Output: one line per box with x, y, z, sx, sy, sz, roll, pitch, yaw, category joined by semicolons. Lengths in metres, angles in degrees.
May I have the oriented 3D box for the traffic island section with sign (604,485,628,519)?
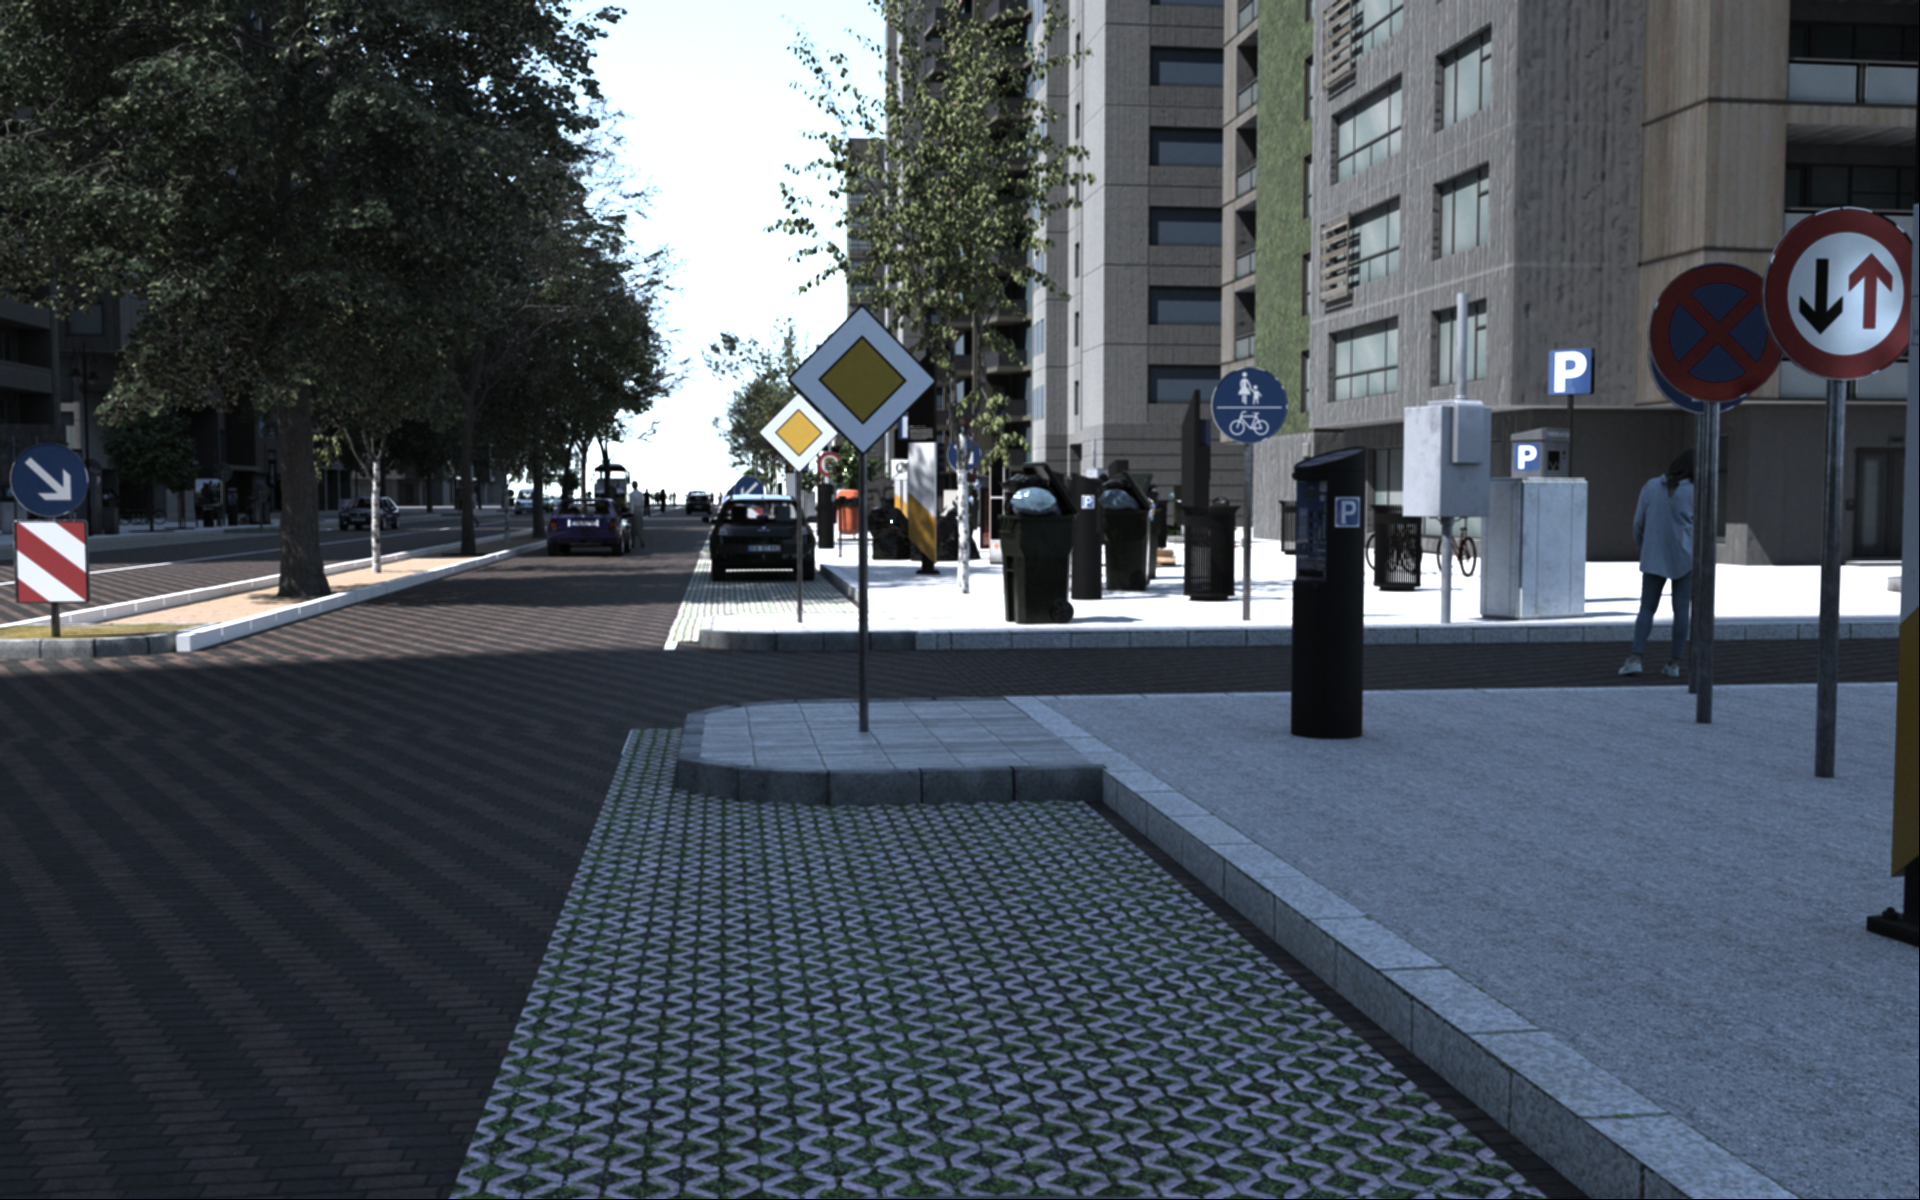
-18.304;-5.038;90.505;2.006;1.907;1.989;0;4;-8;traffic island section with sign

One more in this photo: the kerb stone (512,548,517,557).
-10.310;-1.065;39.602;0.120;0.150;1.000;0;4;-8;kerb stone

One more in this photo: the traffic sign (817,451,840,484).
-3.889;-3.165;51.851;0.768;2.556;0.104;0;4;-4;traffic sign

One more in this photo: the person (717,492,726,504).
-30.082;-12.765;217.925;1.217;1.735;0.721;0;4;-6;person

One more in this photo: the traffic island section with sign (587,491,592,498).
-47.512;-13.071;222.337;1.989;1.847;2.006;0;4;-8;traffic island section with sign

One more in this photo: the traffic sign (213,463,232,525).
-30.081;-4.316;70.677;0.768;2.556;0.104;0;4;-5;traffic sign

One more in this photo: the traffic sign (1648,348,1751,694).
4.735;-0.671;11.076;0.768;2.556;0.104;0;4;-3;traffic sign

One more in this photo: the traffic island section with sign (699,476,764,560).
-4.789;-1.821;38.405;1.989;1.847;2.006;0;4;-8;traffic island section with sign

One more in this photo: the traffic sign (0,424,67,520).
-27.083;-3.448;50.242;2.265;3.308;0.079;0;4;-5;traffic sign

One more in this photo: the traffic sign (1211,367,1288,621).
2.906;-1.063;17.489;0.768;2.556;0.104;0;4;2;traffic sign

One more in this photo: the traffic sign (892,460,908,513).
-1.733;-3.007;51.298;0.606;2.300;0.079;0;3;0;traffic sign

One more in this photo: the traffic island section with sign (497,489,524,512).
-36.325;-8.036;140.017;1.989;1.847;2.006;0;4;-8;traffic island section with sign

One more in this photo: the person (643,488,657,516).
-20.387;-6.381;112.845;1.348;1.821;0.705;-2;4;-32;person

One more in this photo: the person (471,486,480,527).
-21.134;-4.064;75.299;0.624;1.780;0.694;-2;4;-35;person

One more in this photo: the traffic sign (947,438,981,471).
0.090;-2.391;39.206;0.768;2.556;0.104;0;4;-1;traffic sign

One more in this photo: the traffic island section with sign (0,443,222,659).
-8.176;-0.484;16.049;2.006;1.907;1.989;0;4;-8;traffic island section with sign

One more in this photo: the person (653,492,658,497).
-41.177;-13.839;235.499;1.217;1.736;0.721;-2;4;-25;person

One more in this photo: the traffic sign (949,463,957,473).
0.084;-2.769;45.386;0.768;2.556;0.104;0;4;2;traffic sign

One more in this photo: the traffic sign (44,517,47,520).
-27.477;-3.174;51.999;0.768;2.556;0.104;0;4;-1;traffic sign

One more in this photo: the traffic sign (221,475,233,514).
-30.540;-4.323;71.864;0.795;2.450;0.064;0;4;-5;traffic sign

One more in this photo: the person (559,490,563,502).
-35.293;-8.888;153.783;0.705;1.831;1.348;0;4;6;person

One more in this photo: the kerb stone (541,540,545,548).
-11.132;-1.436;45.705;0.120;0.150;1.000;0;4;-8;kerb stone

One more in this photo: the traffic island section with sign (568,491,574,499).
-43.883;-11.437;195.626;1.989;1.847;2.006;0;4;-8;traffic island section with sign

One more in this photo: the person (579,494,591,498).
-32.041;-8.482;148.009;1.217;1.723;0.721;-1;4;-22;person

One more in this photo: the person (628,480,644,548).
-8.621;-2.294;46.241;0.478;1.798;0.641;-2;4;-31;person

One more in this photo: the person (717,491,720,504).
-32.925;-14.010;237.707;1.348;1.807;0.705;3;5;45;person

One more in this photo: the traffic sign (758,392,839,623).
-1.598;-0.829;17.204;0.795;2.450;0.064;0;4;-8;traffic sign

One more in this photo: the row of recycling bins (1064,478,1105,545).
2.558;-2.336;45.313;1.069;1.692;3.534;-3;4;-38;row of recycling bins

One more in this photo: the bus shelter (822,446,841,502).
-6.206;-5.844;86.838;1.731;3.624;6.357;0;4;-8;bus shelter

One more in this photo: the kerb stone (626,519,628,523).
-17.066;-4.109;89.376;0.120;0.150;1.000;0;4;-8;kerb stone

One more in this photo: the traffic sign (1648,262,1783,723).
4.176;-0.583;9.644;0.768;2.556;0.104;0;4;0;traffic sign

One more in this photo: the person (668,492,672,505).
-39.089;-13.729;233.648;1.217;1.739;0.721;2;4;32;person

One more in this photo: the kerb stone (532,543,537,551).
-10.859;-1.314;43.672;0.120;0.150;1.000;0;4;-8;kerb stone

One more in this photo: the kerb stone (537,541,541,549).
-11.000;-1.374;44.692;0.120;0.150;1.000;0;4;-8;kerb stone

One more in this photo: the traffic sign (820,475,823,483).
-7.099;-5.581;91.348;0.768;2.556;0.104;0;4;-1;traffic sign

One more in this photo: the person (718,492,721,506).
-29.595;-12.477;213.430;0.436;1.711;0.756;-1;4;-16;person

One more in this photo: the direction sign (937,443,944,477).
-1.058;-5.206;77.113;0.876;3.537;0.379;-3;5;-40;direction sign

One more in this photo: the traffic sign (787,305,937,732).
-0.523;-0.346;9.292;0.795;2.450;0.064;0;4;-8;traffic sign

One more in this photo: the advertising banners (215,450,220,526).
-29.623;-4.456;69.049;0.090;3.025;2.074;-1;4;-20;advertising banners

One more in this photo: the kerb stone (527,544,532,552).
-10.721;-1.252;42.659;0.120;0.150;1.000;0;4;-8;kerb stone

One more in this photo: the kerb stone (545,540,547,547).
-11.271;-1.500;46.723;0.120;0.150;1.000;0;4;-8;kerb stone

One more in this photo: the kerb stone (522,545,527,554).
-10.579;-1.189;41.639;0.120;0.150;1.000;0;4;-8;kerb stone

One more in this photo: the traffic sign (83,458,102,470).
-31.082;-3.783;61.955;0.768;2.556;0.104;0;4;-7;traffic sign

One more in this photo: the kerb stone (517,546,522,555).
-10.447;-1.120;40.622;0.120;0.150;1.000;0;4;-8;kerb stone

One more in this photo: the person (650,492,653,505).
-40.605;-13.382;228.005;0.721;1.735;1.217;-1;4;-20;person

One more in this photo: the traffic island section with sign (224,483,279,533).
-26.038;-3.405;64.295;1.989;1.847;2.006;0;4;-8;traffic island section with sign

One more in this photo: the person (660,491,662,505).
-24.532;-8.180;142.924;0.721;1.739;1.217;0;4;2;person

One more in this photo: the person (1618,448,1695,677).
5.555;-0.297;13.623;0.793;1.790;0.793;0;4;-4;person

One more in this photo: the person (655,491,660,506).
-36.405;-12.262;208.964;0.705;1.826;1.348;1;4;18;person

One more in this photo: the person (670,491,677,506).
-33.546;-11.906;203.104;0.705;1.831;1.348;2;4;24;person

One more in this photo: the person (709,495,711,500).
-26.801;-10.655;185.940;0.599;1.433;0.991;2;4;29;person

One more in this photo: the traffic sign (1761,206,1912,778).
3.927;-0.470;7.789;0.768;2.556;0.104;0;4;-5;traffic sign

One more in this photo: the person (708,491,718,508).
-24.578;-9.969;172.171;1.217;1.739;0.721;2;4;25;person

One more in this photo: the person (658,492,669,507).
-31.637;-10.809;185.172;1.348;1.831;0.705;1;4;21;person

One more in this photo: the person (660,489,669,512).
-23.278;-7.821;135.997;0.705;1.869;1.348;-3;5;-40;person

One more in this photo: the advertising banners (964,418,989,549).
0.628;-2.729;40.812;0.090;3.025;2.074;2;4;31;advertising banners

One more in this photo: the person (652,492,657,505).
-38.906;-12.966;221.181;1.217;1.739;0.721;0;4;-2;person

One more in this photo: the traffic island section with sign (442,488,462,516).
-32.633;-6.377;112.889;1.989;1.847;2.006;0;4;-8;traffic island section with sign
